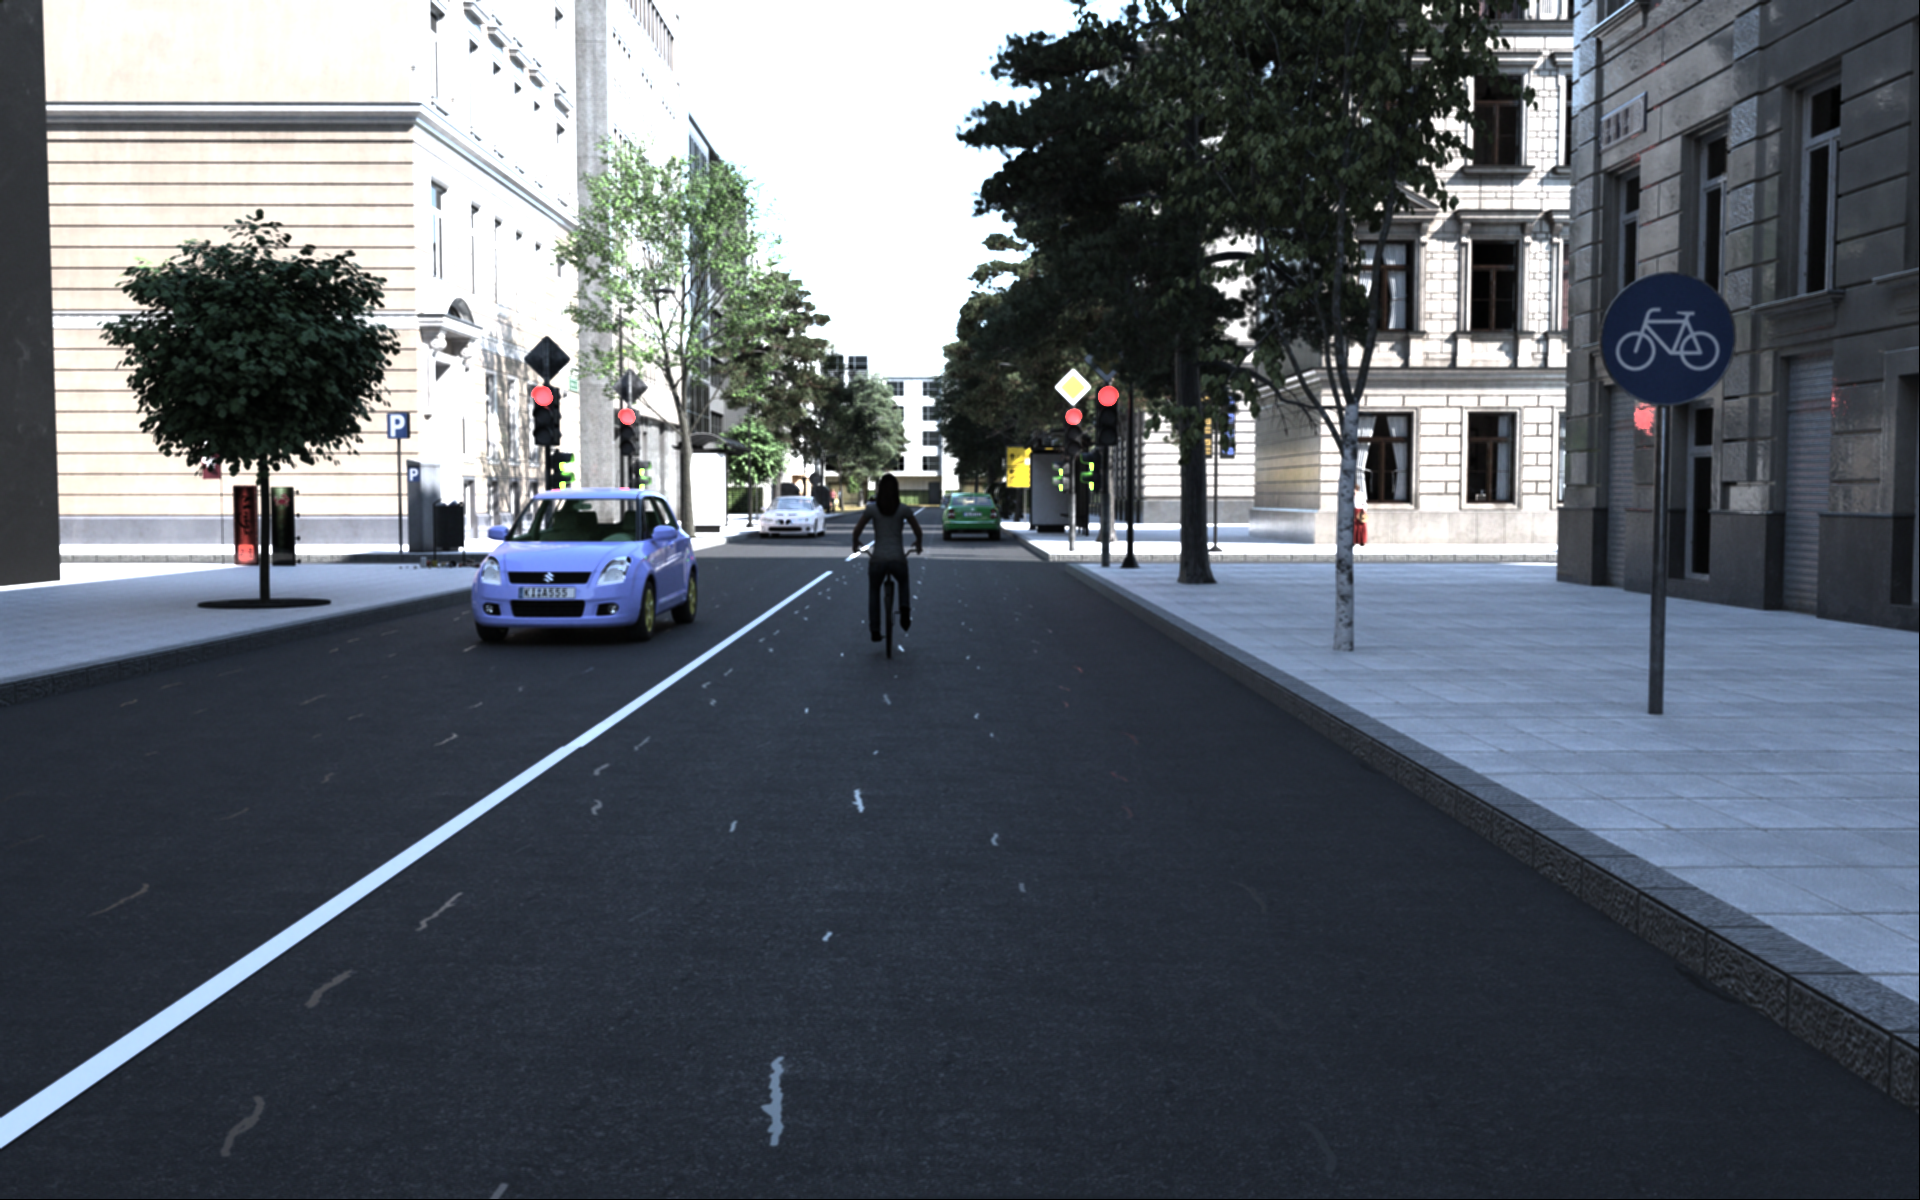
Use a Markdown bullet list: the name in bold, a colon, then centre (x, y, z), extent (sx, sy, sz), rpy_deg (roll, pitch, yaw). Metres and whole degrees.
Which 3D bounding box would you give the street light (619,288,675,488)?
- **street light**: centre (-7.105, -4.073, 39.128), extent (1.470, 5.913, 1.316), rpy_deg (0, 4, -1)

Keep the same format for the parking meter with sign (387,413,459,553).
- **parking meter with sign**: centre (-11.747, -2.557, 38.062), extent (0.543, 3.016, 1.738), rpy_deg (1, 4, 23)

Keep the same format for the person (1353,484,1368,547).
- **person**: centre (9.718, -2.071, 42.375), extent (0.523, 1.526, 0.387), rpy_deg (1, 4, 15)

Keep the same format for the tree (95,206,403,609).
- **tree**: centre (-8.090, -2.211, 19.859), extent (4.285, 4.588, 4.351), rpy_deg (0, 3, 0)

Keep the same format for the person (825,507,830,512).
- **person**: centre (-9.850, -7.385, 127.315), extent (0.750, 1.759, 0.617), rpy_deg (2, 4, 27)

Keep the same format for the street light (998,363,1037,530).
- **street light**: centre (2.063, -5.446, 61.577), extent (1.470, 5.913, 1.316), rpy_deg (0, 4, -1)

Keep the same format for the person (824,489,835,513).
- **person**: centre (-9.124, -6.674, 115.876), extent (0.721, 1.743, 1.217), rpy_deg (2, 4, 25)

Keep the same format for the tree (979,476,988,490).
- **tree**: centre (2.786, -9.710, 153.356), extent (1.663, 3.219, 1.824), rpy_deg (0, 3, 0)

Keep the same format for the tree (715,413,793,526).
- **tree**: centre (-8.488, -5.243, 69.432), extent (4.285, 4.588, 4.351), rpy_deg (0, 3, 0)

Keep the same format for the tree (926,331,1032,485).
- **tree**: centre (2.297, -13.292, 123.972), extent (9.857, 13.997, 8.962), rpy_deg (0, 3, 0)

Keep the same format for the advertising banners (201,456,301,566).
- **advertising banners**: centre (-12.819, -2.136, 31.110), extent (2.074, 3.025, 0.090), rpy_deg (1, 4, 13)

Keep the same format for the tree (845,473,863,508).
- **tree**: centre (-9.930, -10.052, 158.945), extent (1.663, 3.219, 1.824), rpy_deg (0, 3, 0)

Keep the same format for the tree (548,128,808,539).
- **tree**: centre (-8.002, -7.601, 50.039), extent (9.928, 11.665, 9.643), rpy_deg (0, 3, 0)

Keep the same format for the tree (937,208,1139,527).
- **tree**: centre (3.144, -9.818, 67.952), extent (7.806, 13.903, 7.818), rpy_deg (0, 3, 0)

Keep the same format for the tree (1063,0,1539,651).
- **tree**: centre (3.088, -3.904, 14.195), extent (4.737, 8.622, 4.395), rpy_deg (0, 3, 0)

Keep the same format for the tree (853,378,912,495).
- **tree**: centre (-9.096, -17.170, 188.155), extent (7.806, 13.903, 7.818), rpy_deg (0, 3, 0)

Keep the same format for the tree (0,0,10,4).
- **tree**: centre (-8.945, -3.801, 12.517), extent (4.360, 8.622, 3.978), rpy_deg (0, 3, 0)

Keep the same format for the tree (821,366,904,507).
- **tree**: centre (-10.008, -16.351, 173.990), extent (9.857, 13.997, 8.962), rpy_deg (0, 3, 0)

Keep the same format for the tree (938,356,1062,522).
- **tree**: centre (2.960, -8.882, 79.638), extent (7.601, 10.594, 8.767), rpy_deg (0, 4, 5)

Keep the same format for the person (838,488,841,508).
- **person**: centre (-11.191, -9.471, 160.873), extent (0.705, 1.826, 1.348), rpy_deg (0, 4, 7)

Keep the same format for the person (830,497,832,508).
- **person**: centre (-11.869, -8.902, 154.783), extent (0.799, 1.438, 0.628), rpy_deg (-2, 4, -35)

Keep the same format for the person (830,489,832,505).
- **person**: centre (-13.605, -10.806, 182.740), extent (0.705, 1.822, 1.348), rpy_deg (2, 4, 24)

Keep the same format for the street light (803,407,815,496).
- **street light**: centre (-7.676, -7.253, 91.126), extent (1.470, 5.913, 1.316), rpy_deg (0, 4, -1)

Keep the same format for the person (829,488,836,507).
- **person**: centre (-12.668, -9.912, 168.073), extent (1.348, 1.831, 0.705), rpy_deg (1, 4, 17)

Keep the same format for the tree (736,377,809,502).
- **tree**: centre (-10.223, -8.786, 94.014), extent (4.360, 8.622, 3.978), rpy_deg (0, 3, 0)

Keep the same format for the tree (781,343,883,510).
- **tree**: centre (-8.220, -10.489, 105.903), extent (7.601, 10.594, 8.767), rpy_deg (-2, 4, -25)

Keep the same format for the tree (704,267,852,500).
- **tree**: centre (-8.700, -9.816, 82.553), extent (6.751, 12.117, 7.091), rpy_deg (0, 3, 0)

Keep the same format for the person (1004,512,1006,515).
- **person**: centre (2.456, -5.472, 96.065), extent (0.434, 1.755, 0.990), rpy_deg (-1, 4, -19)

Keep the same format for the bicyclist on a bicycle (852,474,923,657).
- **bicyclist on a bicycle**: centre (-0.647, -0.344, 15.642), extent (1.499, 1.676, 1.625), rpy_deg (0, 4, -2)

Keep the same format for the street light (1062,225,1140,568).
- **street light**: centre (2.414, -3.509, 29.914), extent (1.470, 5.913, 1.316), rpy_deg (0, 4, -1)

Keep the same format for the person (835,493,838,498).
- **person**: centre (-11.501, -9.140, 156.210), extent (1.217, 1.743, 0.721), rpy_deg (2, 4, 34)

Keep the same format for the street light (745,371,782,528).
- **street light**: centre (-7.407, -5.676, 65.342), extent (1.470, 5.913, 1.316), rpy_deg (0, 4, -1)

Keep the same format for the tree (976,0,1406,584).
- **tree**: centre (3.301, -6.273, 24.623), extent (6.751, 12.117, 7.091), rpy_deg (0, 3, 0)
